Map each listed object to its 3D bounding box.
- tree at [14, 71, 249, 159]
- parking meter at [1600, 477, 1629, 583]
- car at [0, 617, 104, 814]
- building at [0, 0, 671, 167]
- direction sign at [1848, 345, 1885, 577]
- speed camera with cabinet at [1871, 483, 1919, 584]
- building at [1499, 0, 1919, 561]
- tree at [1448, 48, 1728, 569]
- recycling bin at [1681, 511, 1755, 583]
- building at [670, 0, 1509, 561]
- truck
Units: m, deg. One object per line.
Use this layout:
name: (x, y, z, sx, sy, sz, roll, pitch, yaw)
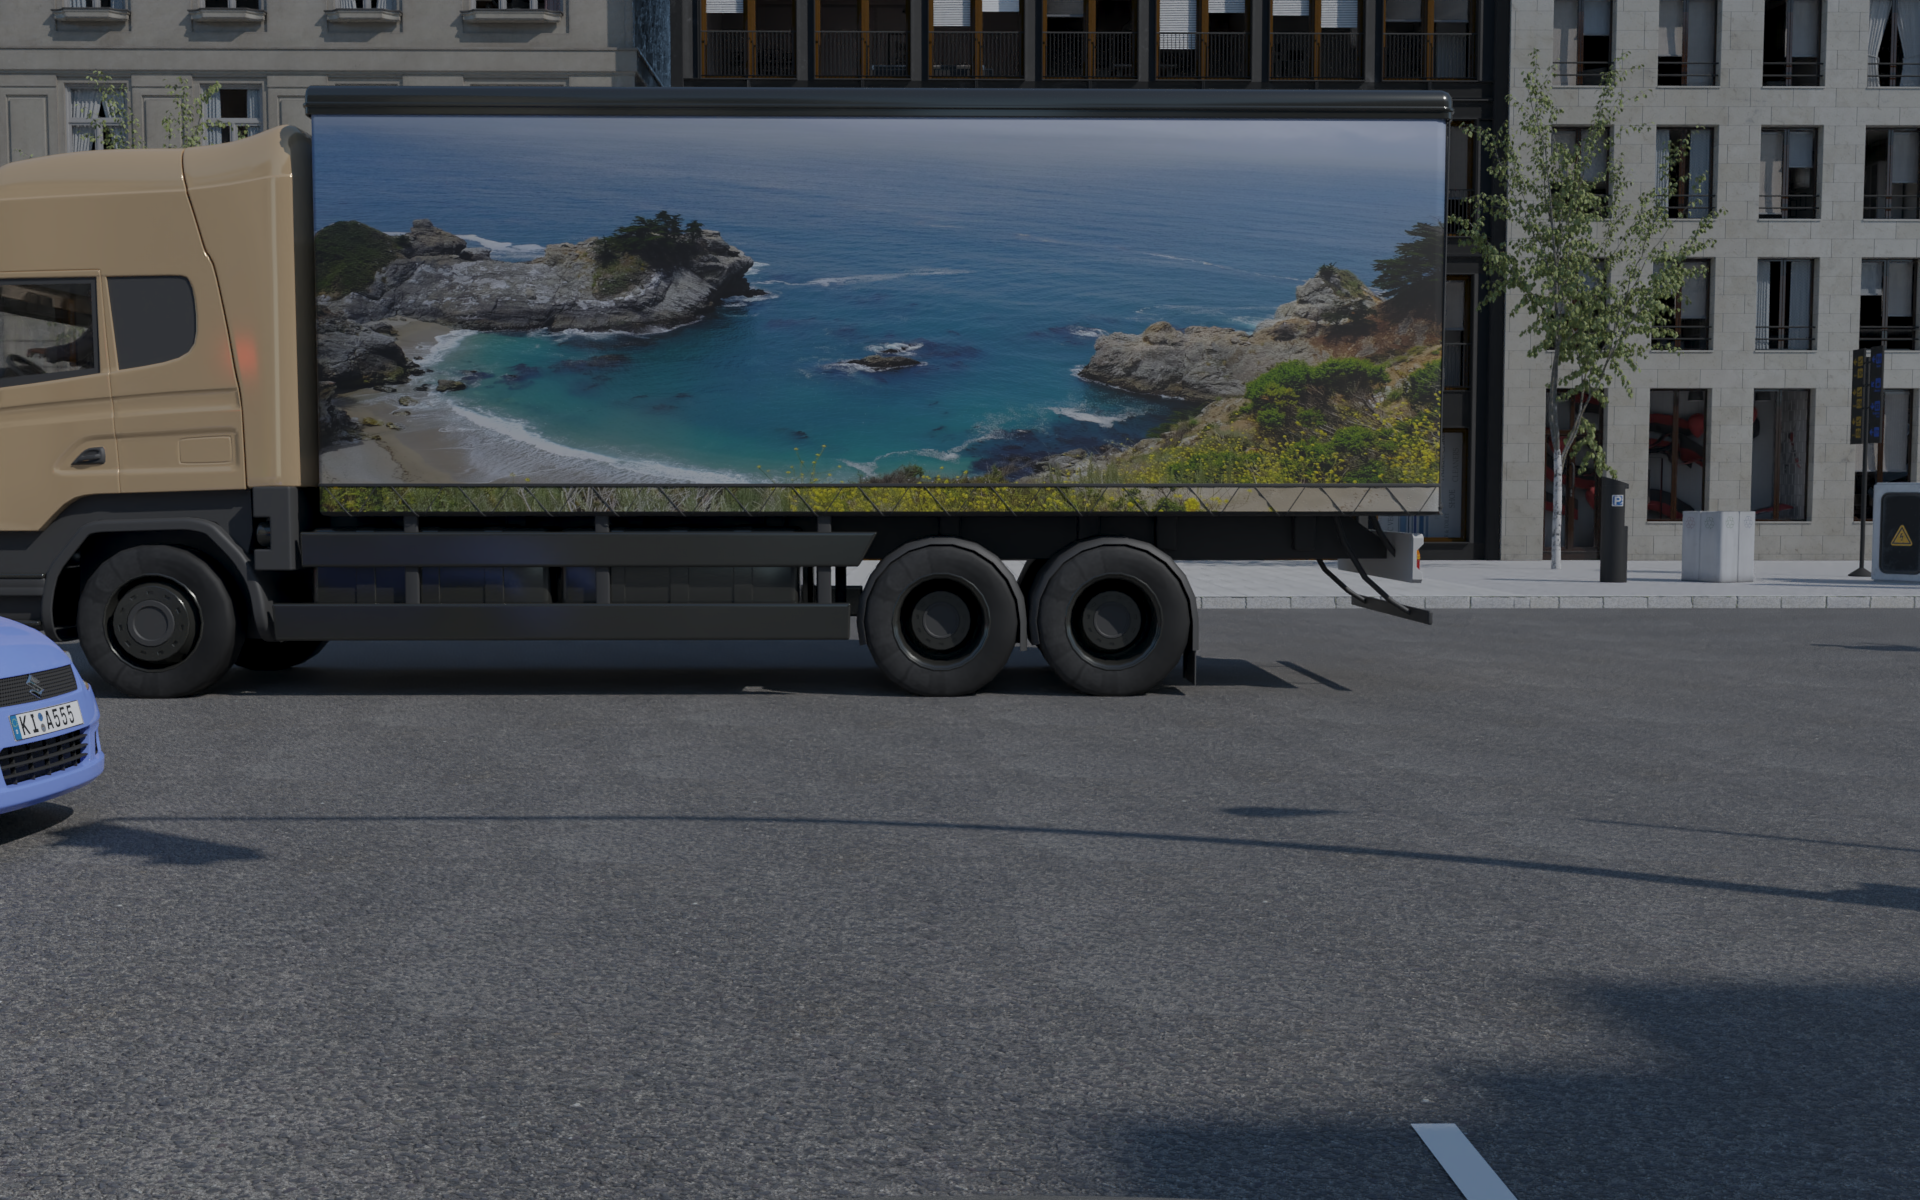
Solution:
tree: (-13.729, -4.855, 29.747, 4.737, 8.622, 4.395, 0, 3, 0)
parking meter: (9.505, -1.024, 25.155, 0.372, 1.533, 0.369, 0, 3, 0)
car: (-5.550, 0.153, 7.095, 3.694, 1.707, 1.945, 0, 4, 0)
building: (-20.594, -12.659, 40.251, 30.059, 22.955, 16.112, 0, 4, -1)
direction sign: (14.041, -2.133, 26.872, 0.379, 3.537, 0.876, 0, 4, 0)
speed camera with cabinet: (14.078, -1.847, 24.529, 0.660, 3.252, 2.038, -2, 4, -31)
building: (18.736, -11.206, 37.977, 16.860, 20.320, 10.420, 0, 4, -1)
tree: (10.380, -4.821, 29.181, 4.737, 8.622, 4.395, 0, 3, 0)
recycling bin: (11.104, -0.784, 25.374, 0.722, 1.027, 0.722, -2, 4, -25)
building: (2.377, -12.782, 38.659, 15.834, 23.373, 12.332, 0, 4, -1)
truck: (-2.232, -1.484, 13.172, 11.283, 4.237, 2.839, 0, 4, -1)
